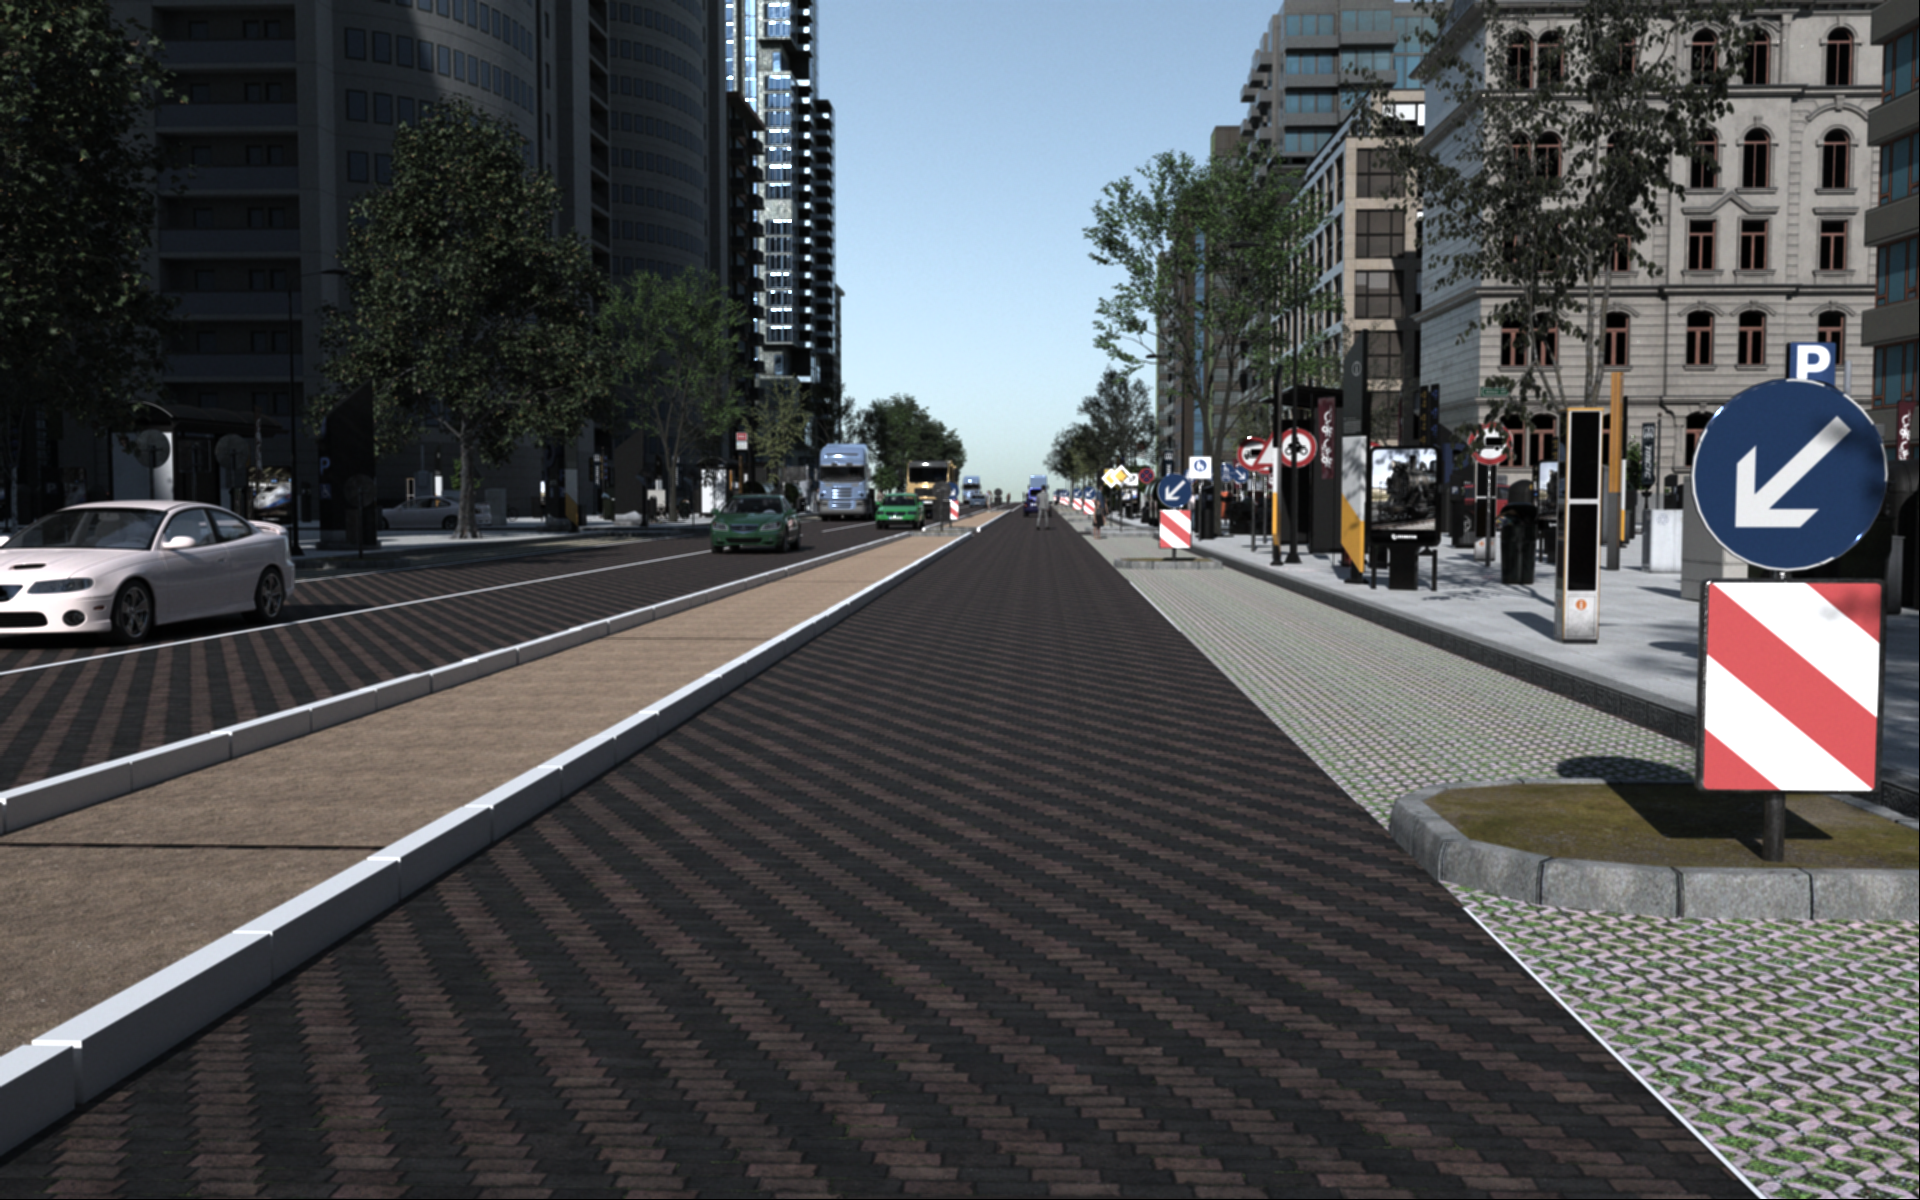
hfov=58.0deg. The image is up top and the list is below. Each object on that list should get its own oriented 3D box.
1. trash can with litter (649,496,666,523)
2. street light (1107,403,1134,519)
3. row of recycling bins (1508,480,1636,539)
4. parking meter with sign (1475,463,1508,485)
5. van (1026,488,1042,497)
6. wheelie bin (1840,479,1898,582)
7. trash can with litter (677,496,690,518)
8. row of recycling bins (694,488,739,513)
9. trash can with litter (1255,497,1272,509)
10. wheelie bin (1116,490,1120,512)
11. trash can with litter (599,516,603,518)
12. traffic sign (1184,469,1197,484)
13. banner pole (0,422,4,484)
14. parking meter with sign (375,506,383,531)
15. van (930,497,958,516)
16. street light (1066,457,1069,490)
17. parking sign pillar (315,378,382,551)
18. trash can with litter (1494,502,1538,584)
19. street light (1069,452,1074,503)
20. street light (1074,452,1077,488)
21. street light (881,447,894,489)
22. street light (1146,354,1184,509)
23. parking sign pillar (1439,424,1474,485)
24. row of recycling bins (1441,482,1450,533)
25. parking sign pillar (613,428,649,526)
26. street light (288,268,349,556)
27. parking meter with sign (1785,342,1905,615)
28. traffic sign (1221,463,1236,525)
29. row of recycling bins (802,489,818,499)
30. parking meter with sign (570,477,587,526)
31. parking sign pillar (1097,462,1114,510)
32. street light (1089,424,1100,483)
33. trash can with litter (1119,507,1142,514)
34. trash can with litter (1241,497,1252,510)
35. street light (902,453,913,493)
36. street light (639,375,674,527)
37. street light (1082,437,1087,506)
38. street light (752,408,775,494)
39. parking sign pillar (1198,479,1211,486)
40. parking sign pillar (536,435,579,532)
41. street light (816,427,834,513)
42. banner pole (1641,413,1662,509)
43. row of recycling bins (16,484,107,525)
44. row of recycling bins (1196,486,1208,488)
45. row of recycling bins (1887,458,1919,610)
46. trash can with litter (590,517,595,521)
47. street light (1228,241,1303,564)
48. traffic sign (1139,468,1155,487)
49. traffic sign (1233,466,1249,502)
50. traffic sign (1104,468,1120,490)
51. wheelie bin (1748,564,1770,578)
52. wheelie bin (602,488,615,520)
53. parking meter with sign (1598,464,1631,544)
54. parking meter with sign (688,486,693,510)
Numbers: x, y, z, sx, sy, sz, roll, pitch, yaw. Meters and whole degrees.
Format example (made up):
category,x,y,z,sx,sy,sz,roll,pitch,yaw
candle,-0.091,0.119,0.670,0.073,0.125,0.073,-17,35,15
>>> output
category,x,y,z,sx,sy,sz,roll,pitch,yaw
trash can with litter,-13.713,-3.965,75.887,1.678,1.210,2.233,1,4,17
street light,8.235,-7.104,88.691,1.470,5.913,1.316,0,4,3
row of recycling bins,17.536,-2.608,49.748,3.534,1.692,1.069,0,4,2
parking meter with sign,21.284,-4.419,68.512,1.738,3.016,0.543,1,4,11
van,8.286,-11.176,187.109,2.240,2.365,5.245,0,4,2
wheelie bin,8.486,-0.526,16.502,0.693,1.594,0.980,1,4,12
trash can with litter,-15.006,-4.987,92.929,1.055,1.170,0.624,0,4,0
row of recycling bins,-16.259,-6.705,116.747,3.534,1.692,1.069,-2,4,-29
trash can with litter,11.860,-3.371,66.499,0.624,1.170,1.055,-1,4,-21
wheelie bin,11.766,-7.191,125.487,0.980,1.594,0.693,1,4,13
trash can with litter,-19.039,-5.075,94.041,1.678,1.210,2.233,-1,4,-11
traffic sign,11.408,-5.258,86.077,0.768,2.556,0.104,0,4,5
banner pole,-29.486,-3.835,52.713,0.401,3.779,0.863,2,4,32
parking meter with sign,-20.874,-3.892,59.892,0.543,3.016,1.738,3,5,42
van,-1.101,-6.596,114.850,2.013,2.044,4.112,0,4,2
street light,14.114,-14.993,217.668,1.470,5.913,1.316,0,4,3
parking sign pillar,-14.114,-3.143,39.858,1.447,3.967,1.447,2,4,27
trash can with litter,7.969,-0.829,24.946,0.624,1.170,1.055,1,4,12
street light,13.030,-13.372,191.177,1.470,5.913,1.316,0,4,3
street light,11.844,-11.795,165.389,1.470,5.913,1.316,0,4,3
street light,-7.145,-12.058,169.692,1.470,5.913,1.316,0,4,3
street light,6.880,-5.211,57.737,1.470,5.913,1.316,0,4,3
parking sign pillar,18.969,-4.757,66.256,1.447,3.967,1.447,-1,4,-10
row of recycling bins,15.054,-3.115,58.050,3.534,1.692,1.069,1,4,22
parking sign pillar,-13.411,-5.022,70.585,1.447,3.967,1.447,1,4,18
street light,-13.276,-3.871,35.828,1.470,5.913,1.316,0,4,3
parking meter with sign,9.810,-1.400,19.148,0.543,3.016,1.738,0,4,-3
traffic sign,11.033,-4.388,71.852,0.768,2.556,0.104,0,4,6
row of recycling bins,-11.459,-7.633,131.910,3.534,1.692,1.069,-2,4,-28
parking meter with sign,-15.611,-4.463,69.223,0.543,3.016,1.738,2,4,24
parking sign pillar,11.706,-9.227,139.330,1.447,3.967,1.447,0,4,7
street light,9.454,-8.717,115.061,1.470,5.913,1.316,0,4,3
trash can with litter,11.721,-6.291,113.909,2.233,1.210,1.678,3,5,40
trash can with litter,12.685,-4.005,76.870,0.624,1.170,1.055,3,5,39
street light,-5.954,-13.642,195.581,1.470,5.913,1.316,0,4,3
street light,-11.827,-5.812,67.566,1.470,5.913,1.316,0,4,3
street light,10.624,-10.294,140.849,1.470,5.913,1.316,0,4,3
street light,-10.634,-7.389,93.354,1.470,5.913,1.316,0,4,3
parking sign pillar,15.439,-7.279,107.484,1.447,3.967,1.447,0,4,-6
parking sign pillar,-13.822,-4.338,59.398,1.447,3.967,1.447,-2,4,-33
street light,-9.404,-9.022,120.043,1.470,5.913,1.316,0,4,3
banner pole,21.355,-3.880,53.448,0.401,3.779,0.863,-2,4,-29
row of recycling bins,-37.362,-3.961,71.869,3.534,1.692,1.069,-1,4,-22
row of recycling bins,11.848,-5.111,90.673,3.534,1.692,1.069,-2,4,-23
row of recycling bins,11.182,-0.809,20.332,1.069,1.692,3.534,1,4,10
trash can with litter,-18.927,-4.424,83.388,2.233,1.210,1.678,3,5,42
street light,5.630,-3.634,31.952,1.470,5.913,1.316,0,4,3
traffic sign,9.061,-5.139,84.127,0.768,2.556,0.104,1,4,11
traffic sign,12.904,-4.869,79.719,0.768,2.556,0.104,0,4,4
traffic sign,12.532,-8.775,137.337,2.265,3.308,0.079,0,4,4
wheelie bin,11.211,-1.004,24.321,0.693,1.594,0.980,2,4,29
wheelie bin,-17.279,-4.749,85.554,0.693,1.594,0.980,2,4,35
parking meter with sign,16.277,-2.945,44.404,1.738,3.016,0.543,0,4,-4
parking meter with sign,-21.892,-8.924,142.169,0.543,3.016,1.738,0,4,7
